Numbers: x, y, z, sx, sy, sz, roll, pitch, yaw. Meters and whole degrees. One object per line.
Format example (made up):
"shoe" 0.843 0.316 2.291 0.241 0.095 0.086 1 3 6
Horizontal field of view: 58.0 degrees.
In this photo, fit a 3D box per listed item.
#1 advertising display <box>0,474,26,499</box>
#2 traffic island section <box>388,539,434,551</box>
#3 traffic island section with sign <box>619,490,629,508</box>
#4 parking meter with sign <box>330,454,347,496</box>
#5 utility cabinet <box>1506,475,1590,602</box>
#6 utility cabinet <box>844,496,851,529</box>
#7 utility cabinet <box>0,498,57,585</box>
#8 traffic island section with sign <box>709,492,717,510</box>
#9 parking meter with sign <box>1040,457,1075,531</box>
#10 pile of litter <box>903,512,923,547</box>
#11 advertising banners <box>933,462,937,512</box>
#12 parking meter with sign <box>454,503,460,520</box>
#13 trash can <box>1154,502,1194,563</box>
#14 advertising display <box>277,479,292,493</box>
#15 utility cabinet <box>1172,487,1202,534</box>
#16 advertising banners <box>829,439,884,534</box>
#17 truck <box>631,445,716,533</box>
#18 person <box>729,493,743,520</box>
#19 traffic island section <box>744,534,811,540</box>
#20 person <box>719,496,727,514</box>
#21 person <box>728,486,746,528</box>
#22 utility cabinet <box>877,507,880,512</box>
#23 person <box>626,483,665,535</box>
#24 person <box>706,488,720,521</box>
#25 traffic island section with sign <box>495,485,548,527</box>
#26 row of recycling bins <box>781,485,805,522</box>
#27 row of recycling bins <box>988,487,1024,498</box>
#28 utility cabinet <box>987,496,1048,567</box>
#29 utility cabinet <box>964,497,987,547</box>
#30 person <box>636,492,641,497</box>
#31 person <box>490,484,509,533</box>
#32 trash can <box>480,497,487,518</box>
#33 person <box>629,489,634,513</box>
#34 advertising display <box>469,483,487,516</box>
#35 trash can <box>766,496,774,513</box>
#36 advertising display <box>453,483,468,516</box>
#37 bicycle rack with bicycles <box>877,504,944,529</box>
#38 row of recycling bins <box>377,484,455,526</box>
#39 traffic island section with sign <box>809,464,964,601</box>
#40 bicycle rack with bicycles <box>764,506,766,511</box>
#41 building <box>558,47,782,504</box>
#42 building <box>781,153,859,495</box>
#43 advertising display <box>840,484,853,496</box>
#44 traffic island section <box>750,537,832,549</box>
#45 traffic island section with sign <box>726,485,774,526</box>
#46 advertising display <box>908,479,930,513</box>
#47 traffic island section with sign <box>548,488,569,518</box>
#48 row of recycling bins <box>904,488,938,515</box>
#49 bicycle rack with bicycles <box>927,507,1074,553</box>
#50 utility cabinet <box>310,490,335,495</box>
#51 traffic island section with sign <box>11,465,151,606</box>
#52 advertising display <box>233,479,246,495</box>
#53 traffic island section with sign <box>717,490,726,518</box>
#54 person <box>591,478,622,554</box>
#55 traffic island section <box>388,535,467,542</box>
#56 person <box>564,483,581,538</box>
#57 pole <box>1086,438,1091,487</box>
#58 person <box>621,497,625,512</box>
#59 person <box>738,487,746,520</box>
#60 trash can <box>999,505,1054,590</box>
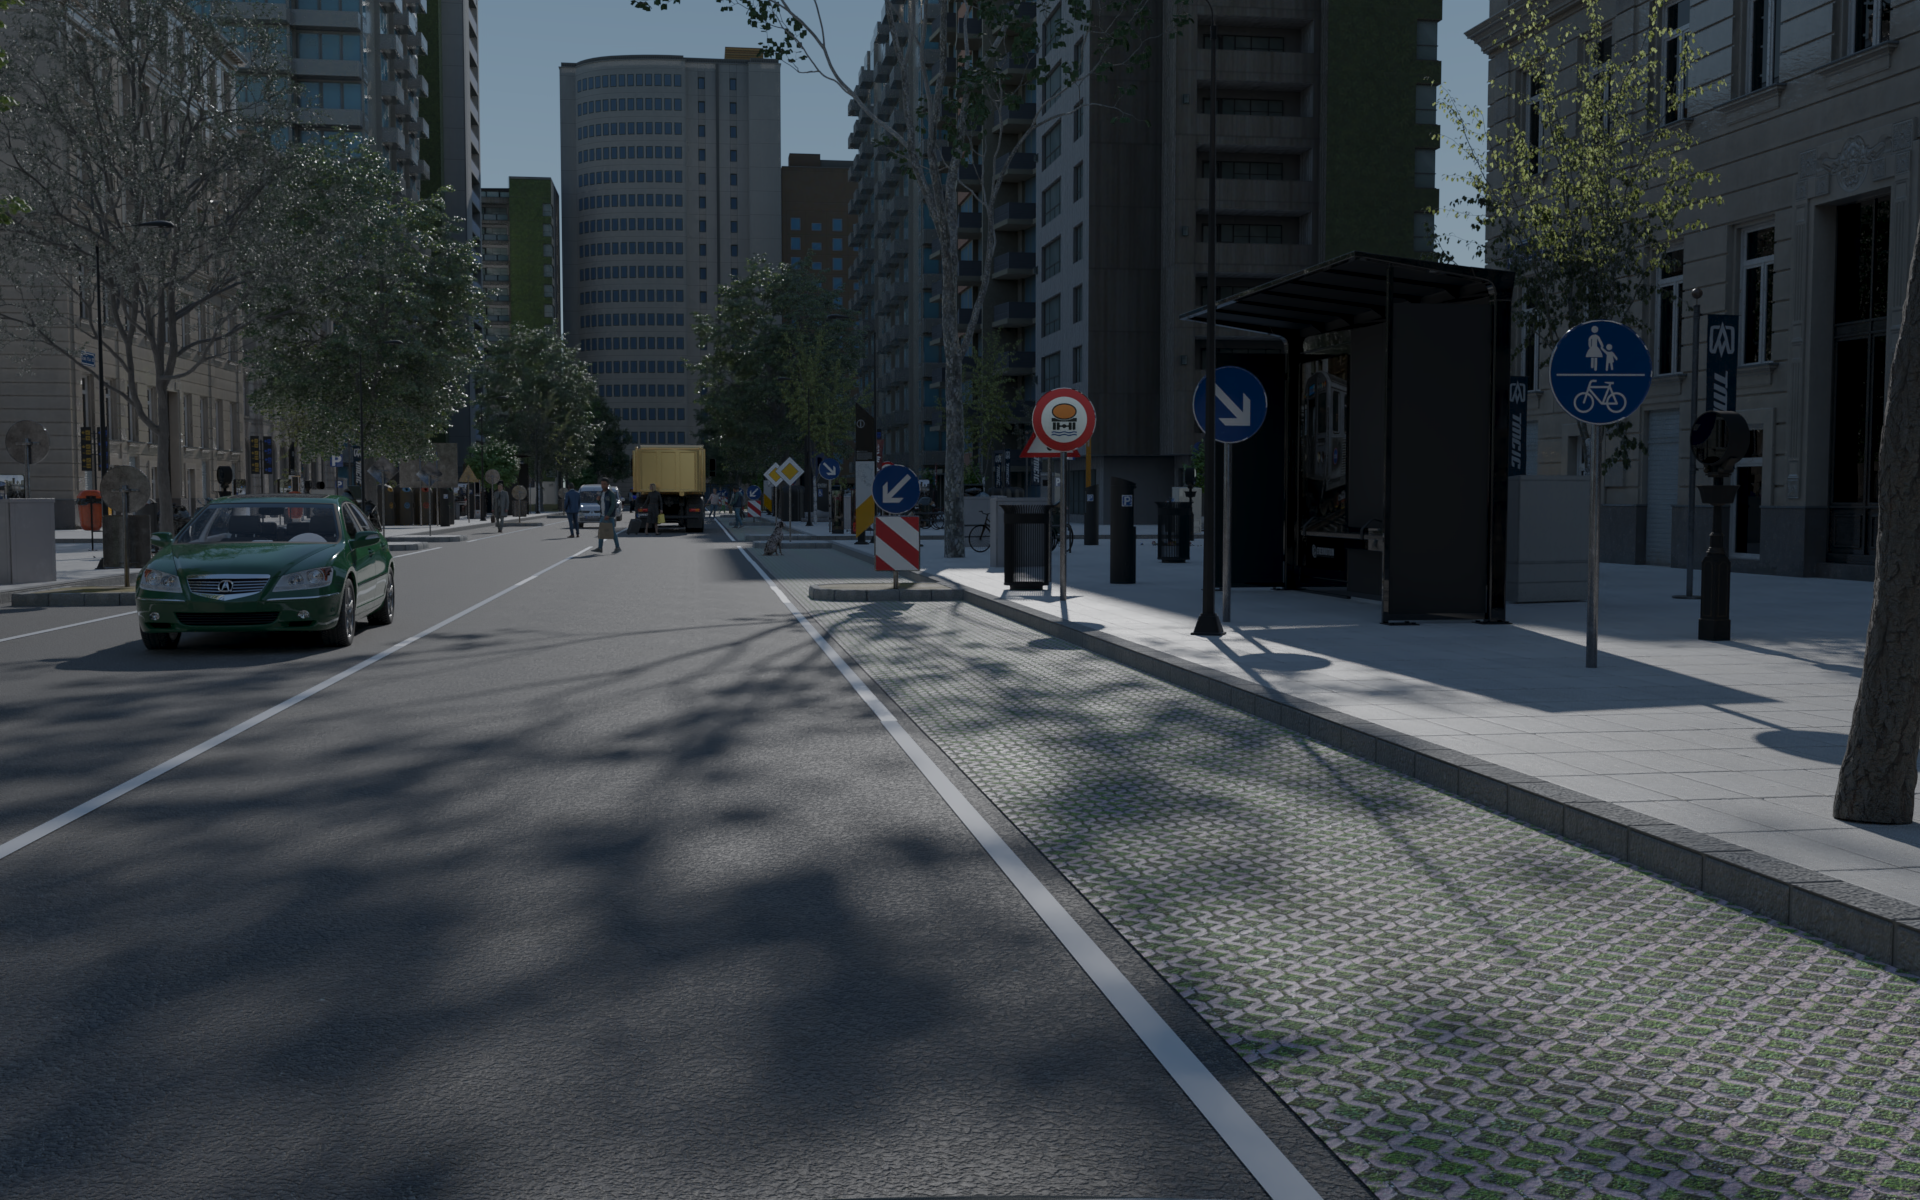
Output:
"advertising display" -30.145 -3.042 54.948 0.123 1.923 0.974 2 4 30
"traffic island section" -14.955 -1.384 44.912 2.009 0.180 2.903 -1 4 -9
"traffic island section with sign" -35.485 -10.509 180.444 1.989 1.847 2.006 -1 4 -9
"parking meter with sign" -27.417 -4.925 76.778 0.543 3.016 1.738 0 4 -7
"utility cabinet" 6.970 -0.725 20.535 1.173 1.500 0.318 -2 4 -25
"utility cabinet" -3.866 -3.172 63.019 1.020 1.237 0.306 1 4 20
"utility cabinet" -13.512 -0.847 25.008 0.306 1.237 1.020 0 4 7
"traffic island section with sign" -21.304 -8.984 155.523 1.989 1.847 2.006 -1 4 -9
"parking meter with sign" 3.224 -3.973 61.224 1.738 3.016 0.543 3 5 45
"pile of litter" -1.485 -1.739 42.403 1.176 0.858 1.719 0 4 -2
"advertising banners" -1.483 -6.164 96.966 0.090 3.025 2.074 -1 4 -10
"parking meter with sign" -25.700 -5.491 86.045 1.738 3.016 0.543 1 4 17
"trash can" 3.992 -1.265 32.334 0.748 1.137 0.748 0 3 0
"advertising display" -28.238 -4.129 72.730 0.123 1.923 0.974 2 4 24
"utility cabinet" 7.298 -2.874 55.663 0.318 1.500 1.173 3 5 45
"advertising banners" -3.304 -3.620 55.373 2.074 3.025 0.090 2 4 29
"truck" -11.270 -4.389 67.691 3.469 3.379 9.791 0 4 -8
"person" -12.253 -5.228 94.465 0.782 1.767 0.515 2 4 29
"traffic island section" -5.750 -1.964 54.396 2.009 0.180 2.903 -1 4 -9
"person" -17.157 -6.884 125.301 0.590 1.304 0.306 2 4 29
"person" -9.263 -3.858 71.919 0.721 1.781 0.623 0 4 -5
"utility cabinet" -5.739 -6.901 121.505 1.173 1.500 0.318 -2 4 -33
"person" -10.979 -3.177 60.666 1.509 1.804 0.699 3 5 44
"person" -13.007 -4.983 90.651 0.731 1.740 0.598 -3 5 -42
"traffic island section with sign" -19.596 -4.192 77.171 1.989 1.847 2.006 -1 4 -9
"row of recycling bins" -7.824 -4.605 82.407 1.069 1.692 3.534 0 4 4
"row of recycling bins" 2.661 -5.567 98.128 1.069 1.692 3.534 2 4 29
"utility cabinet" 1.044 -1.190 30.616 1.020 1.237 0.306 -2 4 -24
"utility cabinet" 0.253 -1.888 42.033 1.020 1.237 0.306 -1 4 -9
"person" -16.463 -4.941 89.469 0.473 1.802 0.592 2 4 27
"person" -17.132 -3.414 64.418 0.694 1.812 0.767 0 4 4
"trash can" -24.921 -4.786 89.909 0.748 1.137 0.748 0 3 0
"person" -25.014 -7.546 131.868 0.705 1.826 1.348 -1 4 -12
"advertising display" -27.620 -5.772 99.579 0.974 1.923 0.123 1 4 20
"trash can" -12.516 -6.294 114.554 0.748 1.137 0.748 0 3 0
"advertising display" -28.773 -5.801 100.063 0.974 1.923 0.123 -1 4 -19
"bicycle rack with bicycles" -1.173 -3.025 62.846 2.925 0.926 2.852 1 4 16
"row of recycling bins" -22.596 -3.936 71.464 1.069 1.692 3.534 3 5 45
"traffic island section with sign" -1.072 -0.936 23.928 1.989 1.847 2.006 -1 4 -9
"bicycle rack with bicycles" -13.020 -7.012 128.027 2.925 0.926 2.852 -1 4 -12
"building" -38.327 -42.122 230.696 28.212 58.520 21.231 -1 4 -9
"building" -16.894 -35.543 231.241 14.200 45.320 14.600 -1 4 -9
"advertising display" -7.130 -6.364 109.262 0.974 1.923 0.123 -3 5 -43
"traffic island section" -4.535 -1.482 46.504 2.009 0.180 2.903 -1 4 -9
"traffic island section with sign" -9.498 -4.289 78.752 1.989 1.847 2.006 -1 4 -9
"advertising display" -1.742 -4.142 72.930 0.974 1.923 0.123 -1 4 -10
"traffic island section with sign" -23.695 -5.822 103.814 1.989 1.847 2.006 -1 4 -9
"row of recycling bins" -2.925 -6.062 106.231 3.534 1.692 1.069 -2 4 -33
"bicycle rack with bicycles" 1.363 -1.489 37.729 2.925 0.926 2.852 -3 5 -39
"utility cabinet" -31.507 -4.711 85.709 1.173 1.500 0.318 -2 4 -28
"traffic island section with sign" -11.293 -0.891 23.189 1.989 1.847 2.006 -1 4 -9
"advertising display" -31.020 -4.246 74.629 0.123 1.923 0.974 0 4 2
"traffic island section with sign" -13.597 -5.918 105.394 1.989 1.847 2.006 -1 4 -9
"person" -8.420 -2.009 41.333 0.713 1.824 0.794 -2 4 -29
"traffic island section" -16.169 -1.867 52.804 2.009 0.180 2.903 -1 4 -9
"person" -12.727 -2.952 56.955 0.419 1.800 0.721 3 4 37
"pole" 4.112 -3.769 55.471 0.158 3.312 0.155 0 3 0
"person" -27.766 -7.946 141.643 0.697 1.427 0.421 2 4 26
"person" -12.210 -5.361 96.178 0.660 1.820 0.620 3 4 38
"trash can" 0.891 -0.708 23.231 0.748 1.137 0.748 0 3 0
